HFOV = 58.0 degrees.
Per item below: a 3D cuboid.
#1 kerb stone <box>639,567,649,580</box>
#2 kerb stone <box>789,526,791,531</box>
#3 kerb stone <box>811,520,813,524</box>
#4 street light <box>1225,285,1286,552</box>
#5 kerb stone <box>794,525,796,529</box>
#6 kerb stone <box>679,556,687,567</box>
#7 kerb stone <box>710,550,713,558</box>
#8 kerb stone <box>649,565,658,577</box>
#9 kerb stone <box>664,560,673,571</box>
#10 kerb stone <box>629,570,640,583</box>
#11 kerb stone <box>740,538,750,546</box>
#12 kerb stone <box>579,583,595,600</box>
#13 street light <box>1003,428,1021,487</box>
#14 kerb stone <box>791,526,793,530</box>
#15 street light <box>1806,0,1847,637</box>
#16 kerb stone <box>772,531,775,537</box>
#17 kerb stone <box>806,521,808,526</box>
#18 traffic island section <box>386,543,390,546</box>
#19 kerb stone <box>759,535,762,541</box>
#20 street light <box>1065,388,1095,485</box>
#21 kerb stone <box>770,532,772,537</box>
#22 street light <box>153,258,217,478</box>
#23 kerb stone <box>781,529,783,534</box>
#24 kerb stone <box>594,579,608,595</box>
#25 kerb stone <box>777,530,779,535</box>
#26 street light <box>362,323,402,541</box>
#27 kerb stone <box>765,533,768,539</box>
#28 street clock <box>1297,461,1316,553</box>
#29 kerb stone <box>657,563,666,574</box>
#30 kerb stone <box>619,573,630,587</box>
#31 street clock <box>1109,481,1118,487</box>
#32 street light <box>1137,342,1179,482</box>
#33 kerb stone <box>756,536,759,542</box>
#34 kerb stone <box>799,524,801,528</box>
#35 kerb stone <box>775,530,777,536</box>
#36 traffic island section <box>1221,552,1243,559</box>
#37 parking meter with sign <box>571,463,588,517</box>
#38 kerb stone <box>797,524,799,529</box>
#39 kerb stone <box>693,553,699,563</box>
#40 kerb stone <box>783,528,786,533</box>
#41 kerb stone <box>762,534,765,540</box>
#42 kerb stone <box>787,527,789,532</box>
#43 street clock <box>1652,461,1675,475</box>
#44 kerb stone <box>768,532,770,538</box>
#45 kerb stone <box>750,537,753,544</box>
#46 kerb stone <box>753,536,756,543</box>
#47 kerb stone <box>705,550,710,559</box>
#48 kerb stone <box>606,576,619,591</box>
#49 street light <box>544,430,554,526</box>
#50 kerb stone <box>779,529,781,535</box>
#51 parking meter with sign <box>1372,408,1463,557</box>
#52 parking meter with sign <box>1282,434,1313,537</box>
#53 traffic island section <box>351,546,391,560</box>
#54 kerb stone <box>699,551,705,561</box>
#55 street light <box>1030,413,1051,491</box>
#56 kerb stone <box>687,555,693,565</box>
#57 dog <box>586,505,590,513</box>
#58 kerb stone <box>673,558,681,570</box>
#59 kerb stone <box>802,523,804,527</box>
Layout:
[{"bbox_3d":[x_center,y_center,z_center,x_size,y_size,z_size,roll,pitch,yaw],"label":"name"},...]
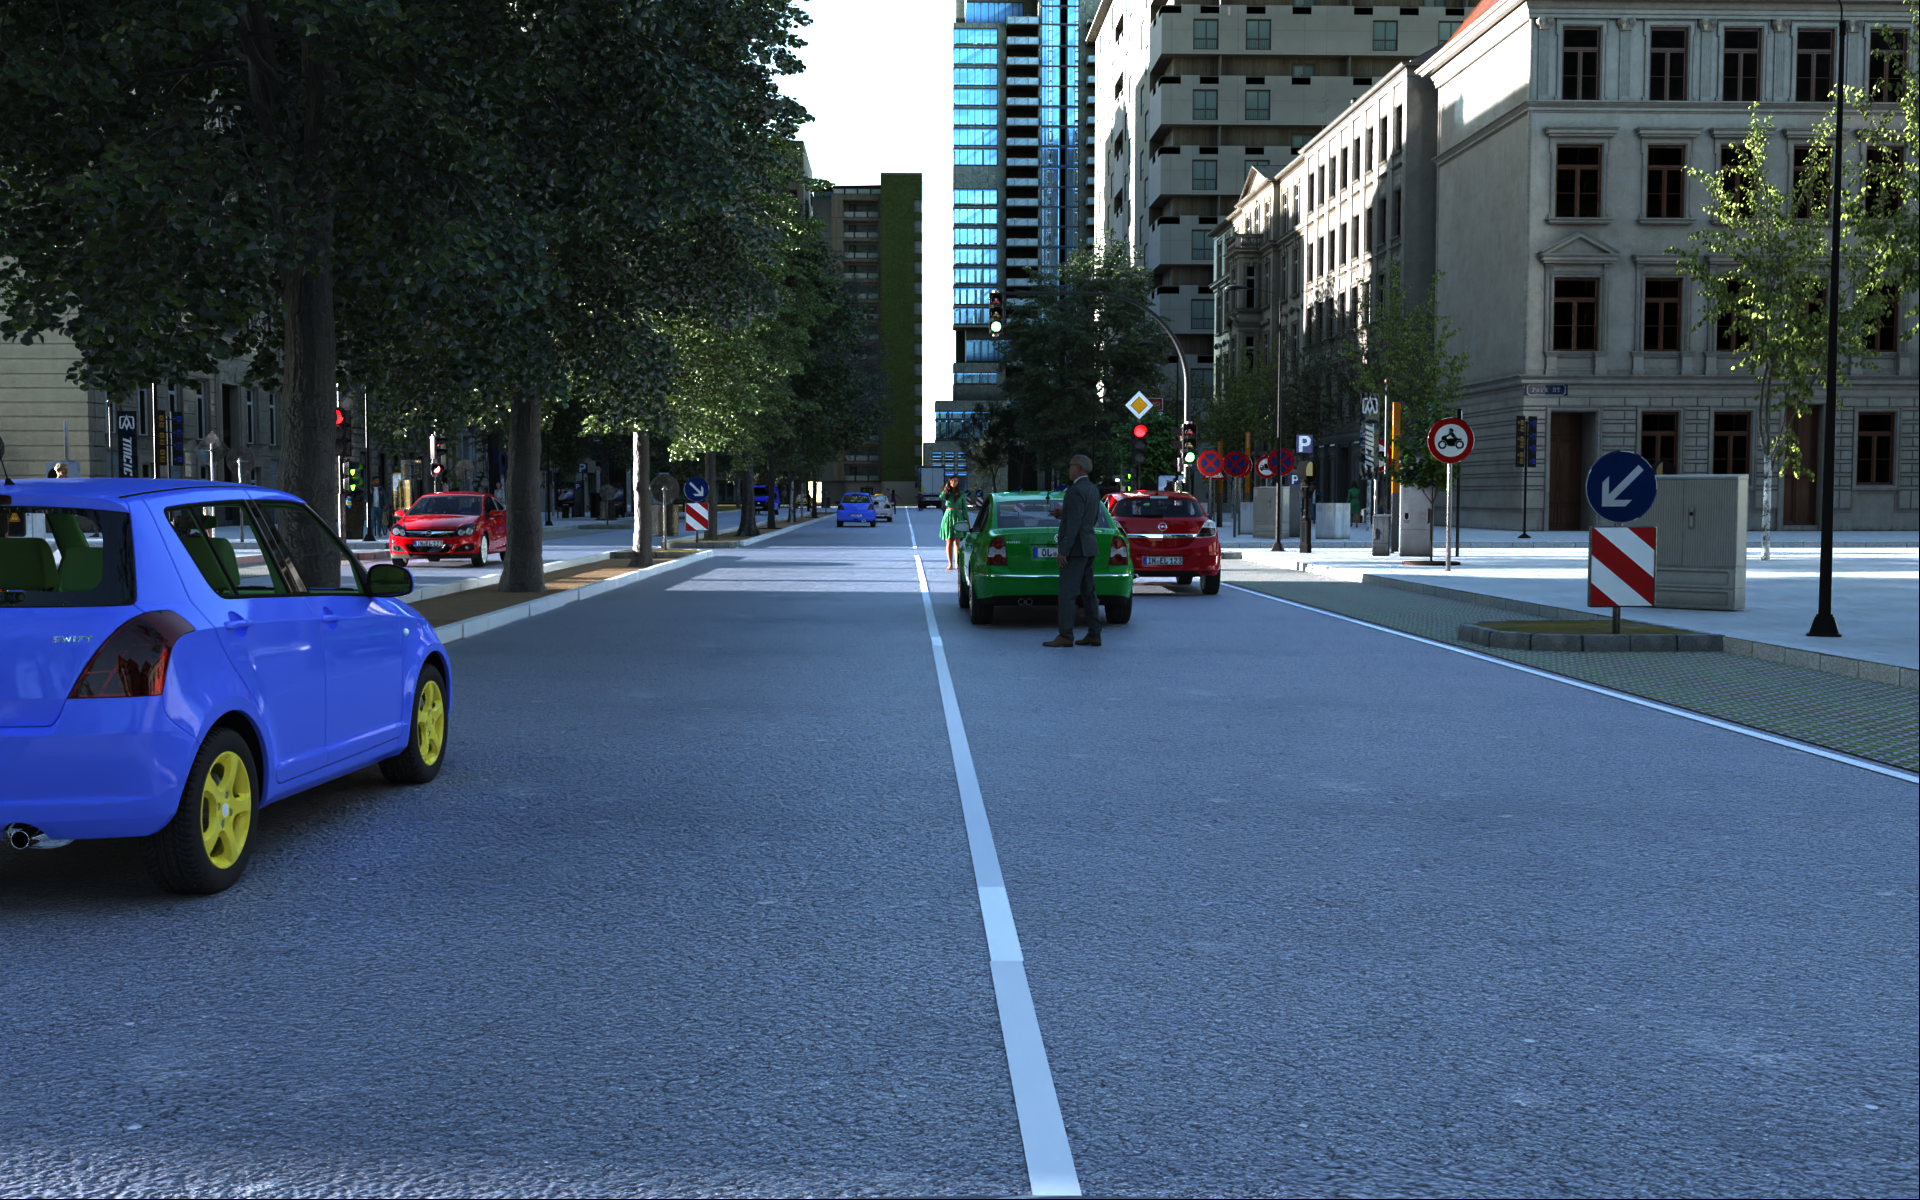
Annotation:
[{"bbox_3d":[-5.375,-0.414,28.966,0.120,0.150,1.000,0,4,-2],"label":"kerb stone"},{"bbox_3d":[-6.565,-2.641,65.368,0.120,0.150,1.000,0,4,-2],"label":"kerb stone"},{"bbox_3d":[-7.077,-3.581,80.744,0.120,0.150,1.000,0,4,-2],"label":"kerb stone"},{"bbox_3d":[6.585,-4.043,38.644,1.470,5.913,1.316,0,4,-2],"label":"street light"},{"bbox_3d":[-6.671,-2.829,68.444,0.120,0.150,1.000,0,4,-2],"label":"kerb stone"},{"bbox_3d":[-5.537,-0.727,34.082,0.120,0.150,1.000,0,4,-2],"label":"kerb stone"},{"bbox_3d":[-5.698,-1.039,39.189,0.120,0.150,1.000,0,4,-2],"label":"kerb stone"},{"bbox_3d":[-5.412,-0.467,29.989,0.120,0.150,1.000,0,4,-2],"label":"kerb stone"},{"bbox_3d":[-5.476,-0.602,32.037,0.120,0.150,1.000,0,4,-2],"label":"kerb stone"},{"bbox_3d":[-5.346,-0.351,27.940,0.120,0.150,1.000,0,4,-2],"label":"kerb stone"},{"bbox_3d":[-5.997,-1.575,47.946,0.120,0.150,1.000,0,4,-2],"label":"kerb stone"},{"bbox_3d":[-5.205,-0.098,23.843,0.120,0.150,1.000,0,4,-2],"label":"kerb stone"},{"bbox_3d":[3.702,-9.159,122.287,1.470,5.913,1.316,0,4,-2],"label":"street light"},{"bbox_3d":[-6.594,-2.703,66.397,0.120,0.150,1.000,0,4,-2],"label":"kerb stone"},{"bbox_3d":[7.287,-2.627,15.499,1.470,5.913,1.316,0,4,-2],"label":"street light"},{"bbox_3d":[-6.300,-2.139,57.172,0.120,0.150,1.000,0,4,-2],"label":"kerb stone"},{"bbox_3d":[-6.937,-3.329,76.632,0.120,0.150,1.000,0,4,-2],"label":"kerb stone"},{"bbox_3d":[-14.052,-1.490,46.640,2.009,0.180,2.903,0,4,-2],"label":"traffic island section"},{"bbox_3d":[-6.131,-1.824,52.054,0.120,0.150,1.000,0,4,-2],"label":"kerb stone"},{"bbox_3d":[5.304,-6.313,75.763,1.470,5.913,1.316,0,4,-2],"label":"street light"},{"bbox_3d":[-6.265,-2.077,56.149,0.120,0.150,1.000,0,4,-2],"label":"kerb stone"},{"bbox_3d":[-14.965,-3.721,33.384,1.470,5.913,1.316,0,4,-2],"label":"street light"},{"bbox_3d":[-6.431,-2.390,61.269,0.120,0.150,1.000,0,4,-2],"label":"kerb stone"},{"bbox_3d":[-5.241,-0.163,24.864,0.120,0.150,1.000,0,4,-2],"label":"kerb stone"},{"bbox_3d":[-6.364,-2.264,59.219,0.120,0.150,1.000,0,4,-2],"label":"kerb stone"},{"bbox_3d":[-15.519,-4.550,46.936,1.470,5.913,1.316,0,4,-2],"label":"street light"},{"bbox_3d":[-6.191,-1.952,54.105,0.120,0.150,1.000,0,4,-2],"label":"kerb stone"},{"bbox_3d":[7.543,-2.029,37.750,0.358,2.002,0.471,3,5,40],"label":"street clock"},{"bbox_3d":[-5.442,-0.539,31.010,0.120,0.150,1.000,0,4,-2],"label":"kerb stone"},{"bbox_3d":[-5.302,-0.286,26.913,0.120,0.150,1.000,0,4,-2],"label":"kerb stone"},{"bbox_3d":[8.851,-5.818,99.699,0.471,2.002,0.358,1,4,20],"label":"street clock"},{"bbox_3d":[6.093,-4.915,52.895,1.470,5.913,1.316,0,4,-2],"label":"street light"},{"bbox_3d":[-6.095,-1.763,51.029,0.120,0.150,1.000,0,4,-2],"label":"kerb stone"},{"bbox_3d":[-6.768,-3.015,71.518,0.120,0.150,1.000,0,4,-2],"label":"kerb stone"},{"bbox_3d":[-6.326,-2.200,58.194,0.120,0.150,1.000,0,4,-2],"label":"kerb stone"},{"bbox_3d":[5.141,-1.039,39.272,2.009,0.180,2.903,0,4,-2],"label":"traffic island section"},{"bbox_3d":[-21.337,-6.158,96.942,0.543,3.016,1.738,0,4,3],"label":"parking meter with sign"},{"bbox_3d":[-6.734,-2.953,70.492,0.120,0.150,1.000,0,4,-2],"label":"kerb stone"},{"bbox_3d":[-5.611,-0.847,36.125,0.120,0.150,1.000,0,4,-2],"label":"kerb stone"},{"bbox_3d":[-6.458,-2.448,62.294,0.120,0.150,1.000,0,4,-2],"label":"kerb stone"},{"bbox_3d":[-6.166,-1.888,53.082,0.120,0.150,1.000,0,4,-2],"label":"kerb stone"},{"bbox_3d":[-6.536,-2.578,64.346,0.120,0.150,1.000,0,4,-2],"label":"kerb stone"},{"bbox_3d":[15.381,-2.042,37.954,0.471,2.002,0.358,-1,4,-11],"label":"street clock"},{"bbox_3d":[-6.236,-2.014,55.127,0.120,0.150,1.000,0,4,-2],"label":"kerb stone"},{"bbox_3d":[-6.027,-1.634,48.972,0.120,0.150,1.000,0,4,-2],"label":"kerb stone"},{"bbox_3d":[-6.062,-1.701,50.007,0.120,0.150,1.000,0,4,-2],"label":"kerb stone"},{"bbox_3d":[-5.679,-0.977,38.167,0.120,0.150,1.000,0,4,-2],"label":"kerb stone"},{"bbox_3d":[-5.274,-0.226,25.885,0.120,0.150,1.000,0,4,-2],"label":"kerb stone"},{"bbox_3d":[-16.208,-5.986,70.409,1.470,5.913,1.316,0,4,-2],"label":"street light"},{"bbox_3d":[-6.397,-2.324,60.243,0.120,0.150,1.000,0,4,-2],"label":"kerb stone"},{"bbox_3d":[9.393,-2.407,35.616,1.738,3.016,0.543,1,4,19],"label":"parking meter with sign"},{"bbox_3d":[9.824,-3.379,51.514,0.543,3.016,1.738,-1,4,-16],"label":"parking meter with sign"},{"bbox_3d":[-13.791,-1.002,38.659,2.009,0.180,2.903,0,4,-2],"label":"traffic island section"},{"bbox_3d":[-5.644,-0.908,37.146,0.120,0.150,1.000,0,4,-2],"label":"kerb stone"},{"bbox_3d":[4.618,-7.712,98.635,1.470,5.913,1.316,0,4,-2],"label":"street light"},{"bbox_3d":[-5.578,-0.789,35.103,0.120,0.150,1.000,0,4,-2],"label":"kerb stone"},{"bbox_3d":[-25.456,-6.247,118.971,0.406,0.507,0.540,0,4,-1],"label":"dog"},{"bbox_3d":[-5.506,-0.659,33.061,0.120,0.150,1.000,0,4,-2],"label":"kerb stone"},{"bbox_3d":[-6.841,-3.142,73.561,0.120,0.150,1.000,0,4,-2],"label":"kerb stone"}]
